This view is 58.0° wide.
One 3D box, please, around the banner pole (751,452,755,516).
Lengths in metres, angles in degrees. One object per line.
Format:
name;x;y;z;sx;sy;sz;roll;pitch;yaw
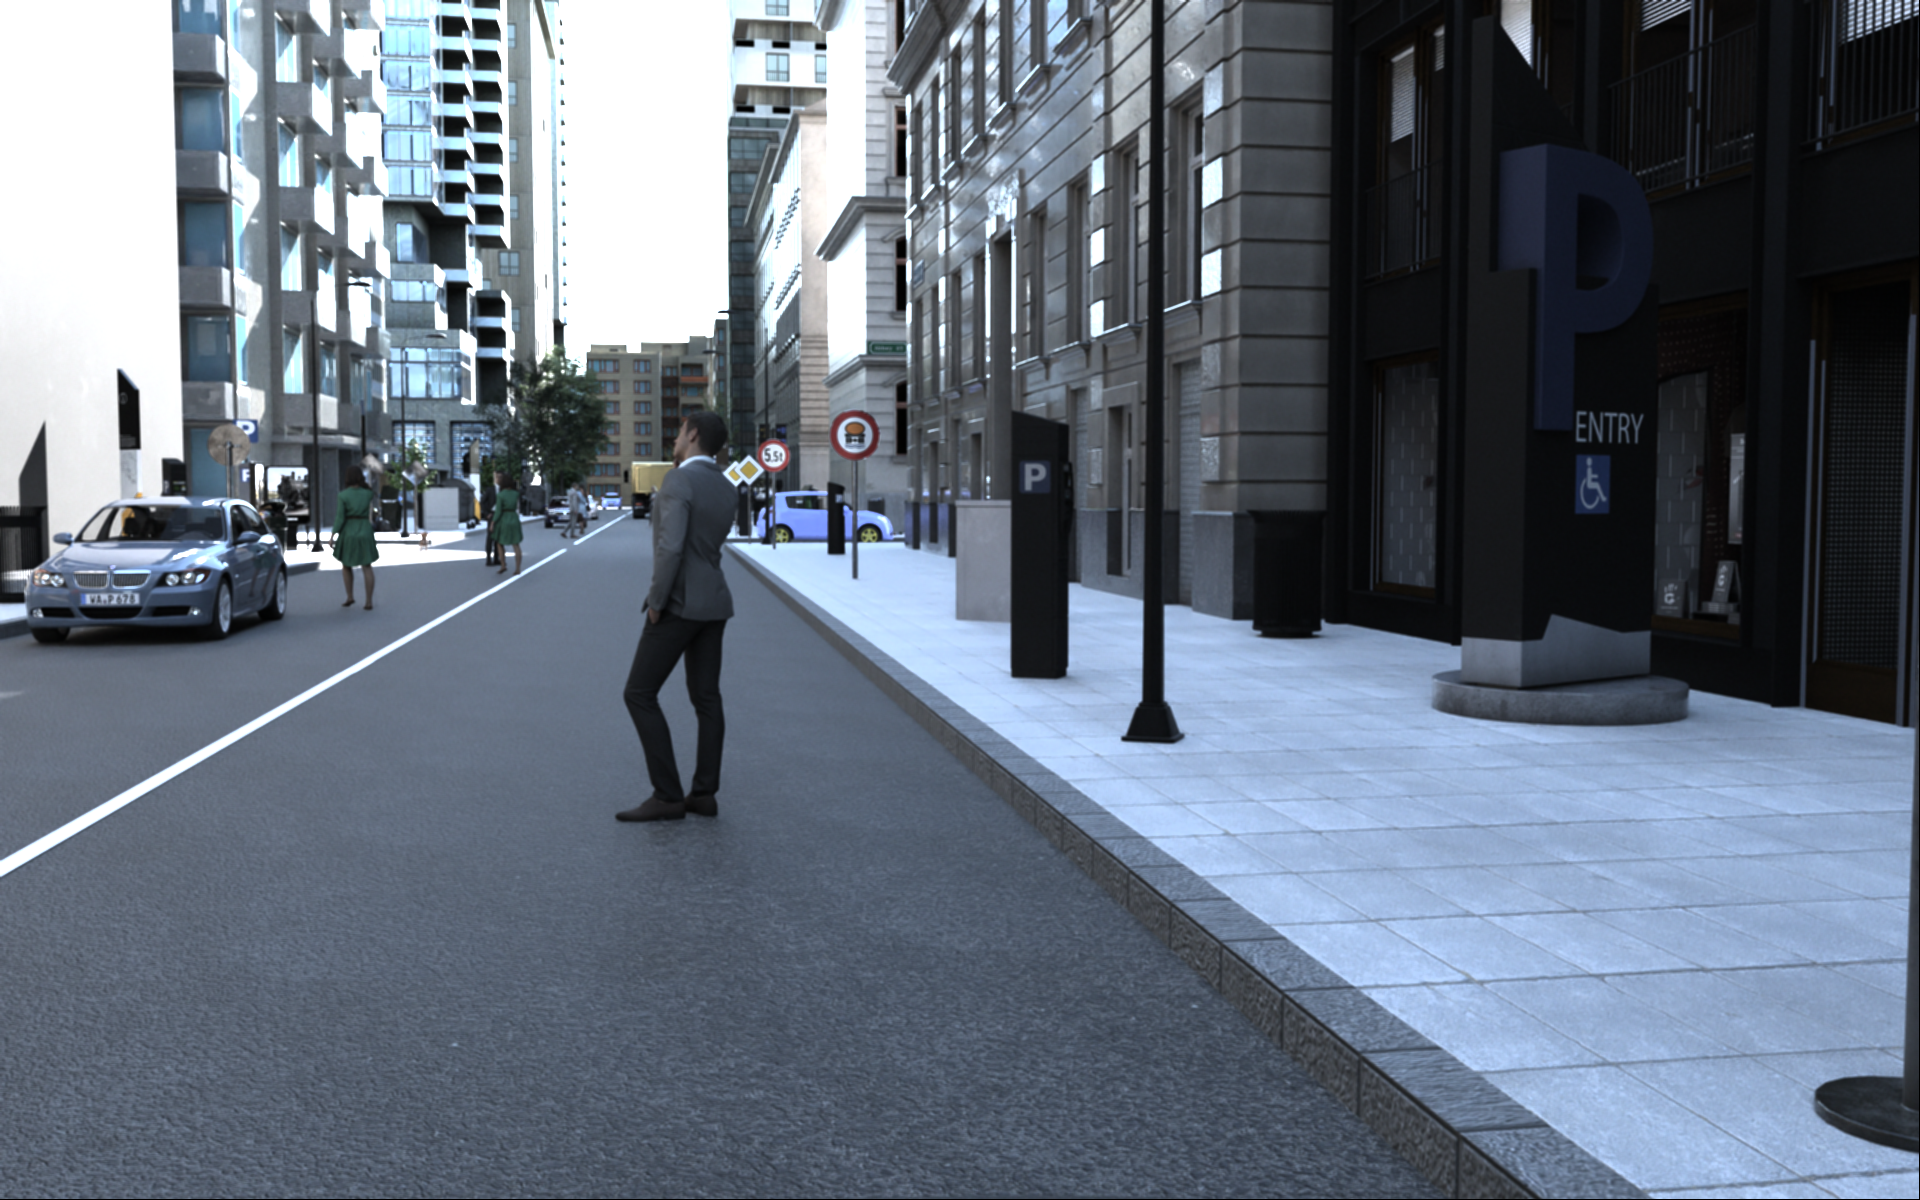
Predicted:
banner pole;-12.257;-6.886;102.601;0.401;3.779;0.863;-2;4;-26

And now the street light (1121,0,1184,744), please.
street light;0.476;-2.218;8.808;1.470;5.913;1.316;-1;4;-10

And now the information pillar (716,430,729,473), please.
information pillar;-8.664;-4.398;63.254;0.504;3.616;0.183;0;4;0

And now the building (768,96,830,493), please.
building;-4.223;-14.609;88.003;9.793;20.994;18.267;-1;4;-10

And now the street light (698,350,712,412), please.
street light;-7.597;-5.102;55.952;1.470;5.913;1.316;-1;4;-10

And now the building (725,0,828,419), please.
building;-7.315;-34.789;158.044;28.713;52.752;27.495;-1;4;-10

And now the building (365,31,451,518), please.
building;-46.315;-24.815;97.614;32.217;40.220;23.993;-1;4;-10

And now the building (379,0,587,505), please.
building;-62.442;-55.261;216.186;31.000;86.520;22.319;-1;4;-10

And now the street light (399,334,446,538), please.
street light;-15.601;-4.755;50.289;1.470;5.913;1.316;-1;4;-10

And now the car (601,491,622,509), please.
car;-33.038;-9.470;164.428;1.945;1.707;3.694;-1;4;-9

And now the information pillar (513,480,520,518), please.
information pillar;-23.693;-5.377;92.412;0.304;2.012;0.304;0;4;0

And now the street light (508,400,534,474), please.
street light;-21.645;-6.895;85.278;1.470;5.913;1.316;-1;4;-10

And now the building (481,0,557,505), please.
building;-56.106;-36.025;178.244;27.495;52.752;28.713;-1;4;-10

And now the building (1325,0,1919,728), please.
building;11.040;-11.019;9.837;12.332;23.373;15.834;-1;4;-10

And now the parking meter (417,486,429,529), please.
parking meter;-19.851;-3.568;64.051;0.255;1.863;0.399;3;5;42

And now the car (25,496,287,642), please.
car;-8.369;-0.390;18.384;2.014;1.417;4.499;-1;4;-10

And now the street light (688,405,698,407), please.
street light;-13.492;-7.211;90.447;1.470;5.913;1.316;-1;4;-10

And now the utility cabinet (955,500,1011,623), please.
utility cabinet;0.453;-0.385;17.458;1.020;1.237;0.306;2;4;35

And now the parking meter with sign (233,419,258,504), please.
parking meter with sign;-16.376;-2.661;39.767;0.543;3.016;1.738;-1;4;-22

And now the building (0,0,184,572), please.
building;-24.277;-12.320;31.116;15.834;23.373;12.332;-1;4;-10

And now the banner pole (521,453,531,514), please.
banner pole;-26.322;-7.048;105.251;0.401;3.779;0.863;3;4;36

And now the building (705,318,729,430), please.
building;-12.835;-20.894;186.648;27.650;21.520;28.899;-1;4;-10

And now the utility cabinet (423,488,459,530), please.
utility cabinet;-18.166;-3.175;60.591;1.173;1.500;0.318;-2;4;-33

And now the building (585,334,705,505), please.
building;-33.224;-23.238;224.976;28.899;21.520;27.650;-1;4;-10

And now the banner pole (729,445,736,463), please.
banner pole;-10.500;-5.397;78.265;0.863;3.779;0.401;1;4;22

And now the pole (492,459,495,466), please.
pole;-27.060;-6.528;100.580;0.158;3.312;0.155;0;3;0

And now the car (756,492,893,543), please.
car;-3.657;-2.284;46.932;3.694;1.707;1.945;-1;4;-11

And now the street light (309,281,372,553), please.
street light;-13.538;-3.996;37.870;1.470;5.913;1.316;-1;4;-10

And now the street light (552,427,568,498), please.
street light;-27.619;-9.001;119.699;1.470;5.913;1.316;-1;4;-10

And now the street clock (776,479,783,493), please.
street clock;-8.927;-4.947;85.450;0.358;2.002;0.471;1;4;18

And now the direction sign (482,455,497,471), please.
direction sign;-27.478;-6.677;101.164;0.876;3.537;0.379;0;4;7

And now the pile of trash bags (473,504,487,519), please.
pile of trash bags;-25.495;-4.731;87.101;1.912;1.369;3.447;3;5;44

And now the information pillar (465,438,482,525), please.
information pillar;-20.065;-4.910;71.627;0.183;3.616;0.504;3;4;36

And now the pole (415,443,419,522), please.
pole;-21.657;-4.598;69.026;0.158;3.312;0.155;0;3;0

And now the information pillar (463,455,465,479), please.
information pillar;-25.584;-6.038;90.075;0.504;3.616;0.183;0;4;-8

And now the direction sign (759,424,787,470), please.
direction sign;-6.037;-3.912;55.952;0.876;3.537;0.379;0;4;-6

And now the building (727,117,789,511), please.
building;-11.337;-22.341;136.971;14.160;30.474;14.107;-1;4;-10

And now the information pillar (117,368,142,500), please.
information pillar;-15.449;-2.501;32.240;0.504;3.616;0.183;2;4;26

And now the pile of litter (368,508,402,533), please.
pile of litter;-19.532;-2.681;57.796;1.719;0.858;1.176;1;4;14

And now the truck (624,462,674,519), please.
truck;-18.493;-6.641;104.502;3.469;3.379;9.791;-1;4;-11

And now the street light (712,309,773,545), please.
street light;-5.428;-4.357;43.783;1.470;5.913;1.316;-1;4;-10

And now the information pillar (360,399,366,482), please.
information pillar;-14.717;-3.144;42.753;0.183;3.616;0.504;-1;4;-22

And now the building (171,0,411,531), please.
building;-34.107;-27.165;63.762;23.786;49.044;30.456;-1;4;-10

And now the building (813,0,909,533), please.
building;6.776;-16.880;63.377;23.554;28.519;14.401;-1;4;-10

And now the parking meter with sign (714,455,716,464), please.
parking meter with sign;-10.747;-4.874;75.953;0.543;3.016;1.738;0;4;-7

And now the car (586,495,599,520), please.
car;-21.425;-5.225;97.791;2.083;1.381;4.827;-1;4;-10

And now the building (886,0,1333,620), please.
building;6.280;-14.212;29.631;12.463;27.353;25.104;-1;4;-10

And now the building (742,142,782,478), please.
building;-5.283;-17.072;112.413;16.112;22.955;30.059;-1;4;-10

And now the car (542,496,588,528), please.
car;-16.941;-3.786;74.488;1.945;1.354;3.894;-1;4;-11

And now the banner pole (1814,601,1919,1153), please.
banner pole;2.150;-0.829;3.564;0.863;3.779;0.401;-3;4;-37
